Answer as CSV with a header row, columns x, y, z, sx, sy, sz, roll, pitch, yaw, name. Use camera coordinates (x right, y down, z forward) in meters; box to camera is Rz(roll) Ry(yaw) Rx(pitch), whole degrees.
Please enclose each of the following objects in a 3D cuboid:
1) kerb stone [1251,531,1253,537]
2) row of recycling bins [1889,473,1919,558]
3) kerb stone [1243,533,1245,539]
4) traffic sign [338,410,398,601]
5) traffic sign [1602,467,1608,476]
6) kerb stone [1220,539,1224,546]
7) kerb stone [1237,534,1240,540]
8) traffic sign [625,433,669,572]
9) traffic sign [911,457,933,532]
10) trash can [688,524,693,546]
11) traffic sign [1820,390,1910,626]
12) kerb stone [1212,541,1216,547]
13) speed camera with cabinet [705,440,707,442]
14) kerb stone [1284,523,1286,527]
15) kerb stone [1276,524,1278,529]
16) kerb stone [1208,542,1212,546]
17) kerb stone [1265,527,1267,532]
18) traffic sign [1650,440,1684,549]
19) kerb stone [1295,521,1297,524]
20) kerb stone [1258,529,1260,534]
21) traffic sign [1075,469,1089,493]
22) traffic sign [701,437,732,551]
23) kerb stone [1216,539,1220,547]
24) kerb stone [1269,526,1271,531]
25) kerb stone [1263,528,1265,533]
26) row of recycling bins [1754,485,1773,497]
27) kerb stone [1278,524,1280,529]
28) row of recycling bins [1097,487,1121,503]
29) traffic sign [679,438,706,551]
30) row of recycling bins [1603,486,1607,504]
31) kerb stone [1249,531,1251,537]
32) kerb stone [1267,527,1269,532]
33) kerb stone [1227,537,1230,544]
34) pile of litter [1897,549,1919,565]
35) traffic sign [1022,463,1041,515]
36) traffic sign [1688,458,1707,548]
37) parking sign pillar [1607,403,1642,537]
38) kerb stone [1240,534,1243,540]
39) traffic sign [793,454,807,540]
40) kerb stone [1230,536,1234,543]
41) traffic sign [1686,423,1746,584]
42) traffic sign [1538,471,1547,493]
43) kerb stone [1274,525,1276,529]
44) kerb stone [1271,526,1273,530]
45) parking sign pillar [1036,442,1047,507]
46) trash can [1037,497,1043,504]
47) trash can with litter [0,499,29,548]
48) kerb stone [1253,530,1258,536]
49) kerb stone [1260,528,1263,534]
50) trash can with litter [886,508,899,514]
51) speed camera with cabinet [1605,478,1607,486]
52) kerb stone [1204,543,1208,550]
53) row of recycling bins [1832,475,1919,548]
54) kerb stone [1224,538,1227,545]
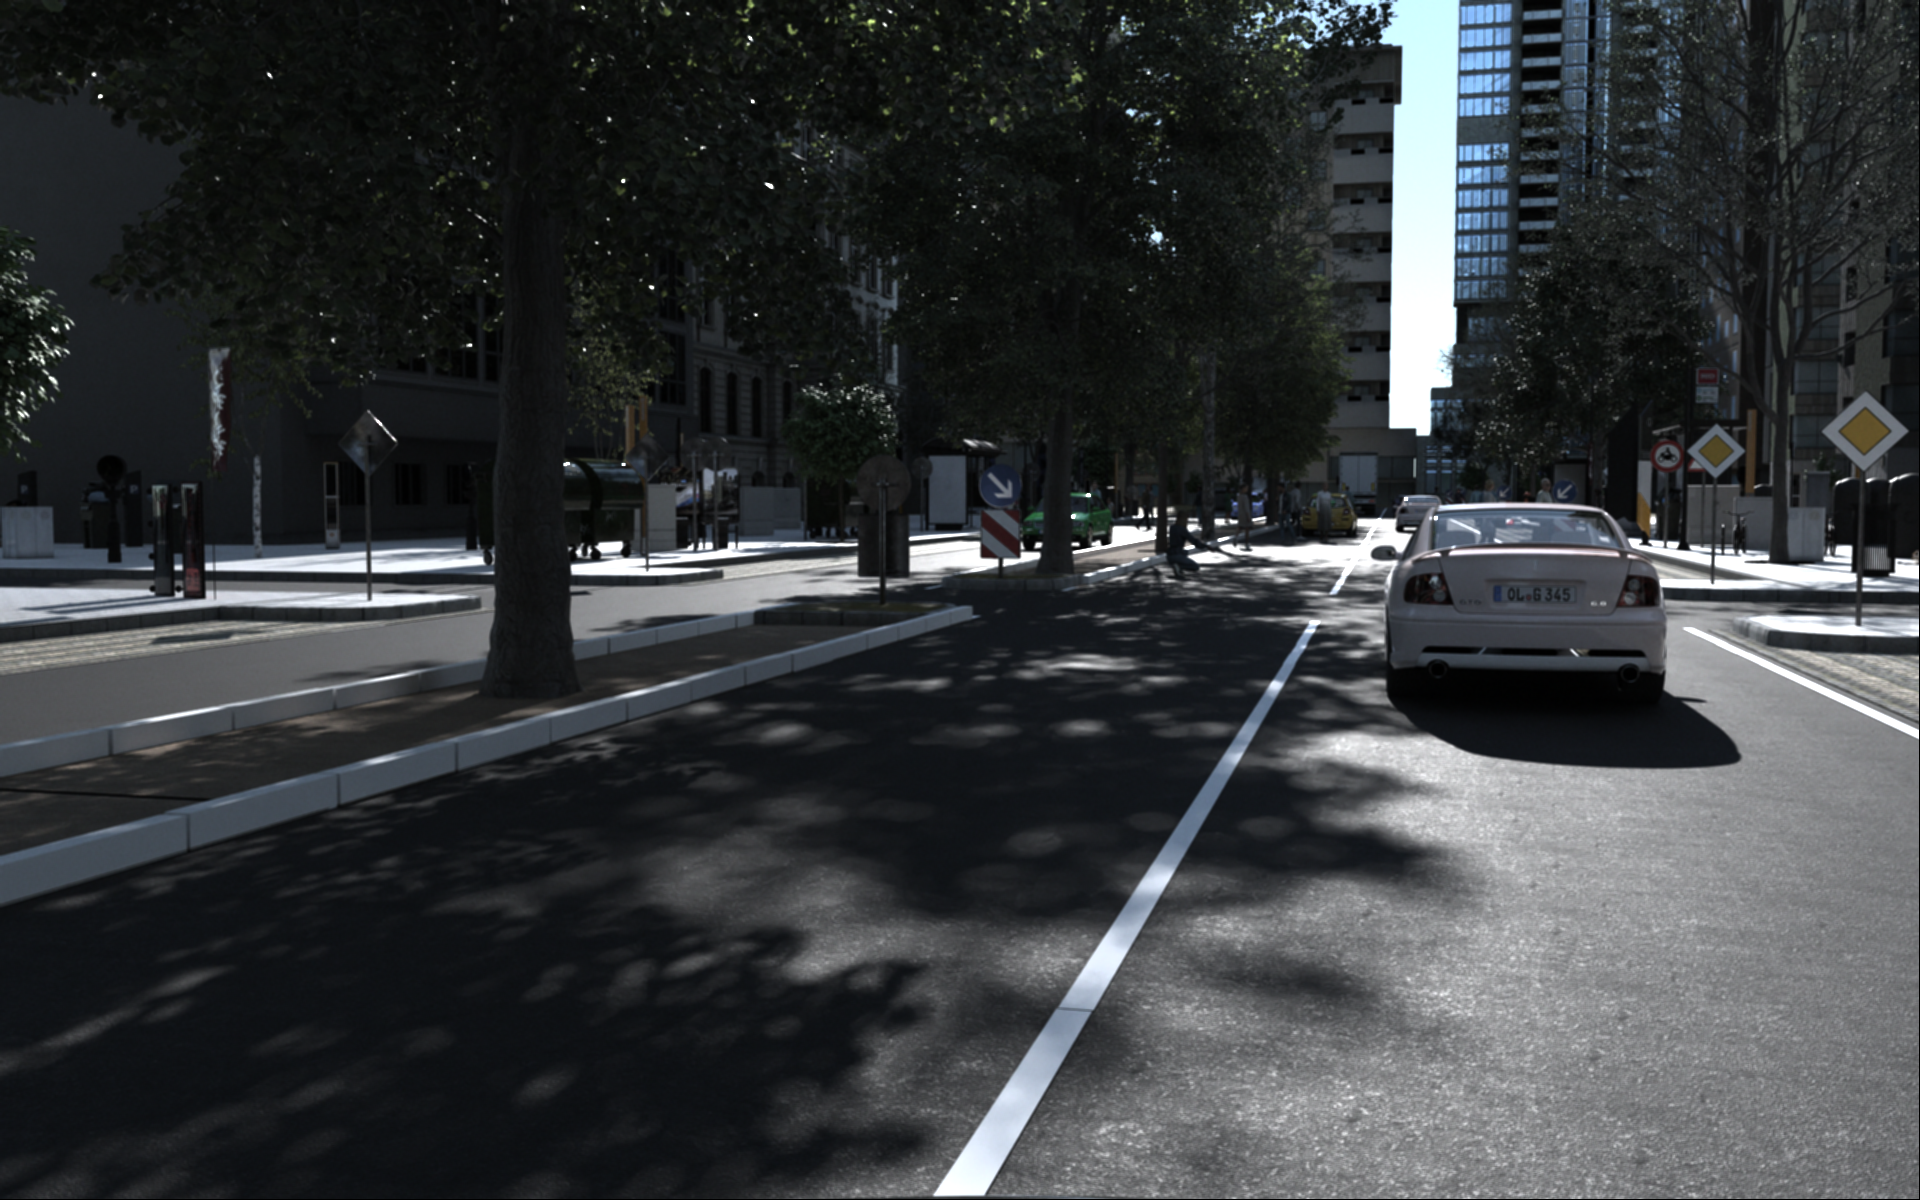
x,y,z,sx,sy,sz,roll,pitch,yaw,name
9.586,-2.166,57.667,0.120,0.150,1.000,1,4,14,kerb stone
20.273,-1.730,35.403,3.534,1.692,1.069,-2,4,-27,row of recycling bins
8.843,-1.987,54.690,0.120,0.150,1.000,1,4,14,kerb stone
-7.105,-1.049,20.790,0.795,2.450,0.064,1,4,14,traffic sign
21.886,-3.469,57.910,0.795,2.450,0.064,1,4,23,traffic sign
7.095,-1.562,47.737,0.120,0.150,1.000,1,4,14,kerb stone
8.337,-1.864,52.709,0.120,0.150,1.000,1,4,14,kerb stone
-5.159,-1.522,28.535,0.795,2.450,0.064,1,4,14,traffic sign
-1.309,-3.606,59.066,0.768,2.556,0.104,1,4,16,traffic sign
-6.909,-1.924,43.105,0.748,1.137,0.748,0,3,0,trash can
8.744,-0.805,16.802,0.795,2.450,0.064,1,4,14,traffic sign
6.596,-1.440,45.747,0.120,0.150,1.000,1,4,14,kerb stone
-8.764,-4.231,63.516,2.038,3.252,0.660,-3,4,-36,speed camera with cabinet
13.839,-3.205,74.604,0.120,0.150,1.000,1,4,14,kerb stone
12.588,-2.899,69.634,0.120,0.150,1.000,1,4,14,kerb stone
6.343,-1.380,44.754,0.120,0.150,1.000,1,4,14,kerb stone
11.085,-2.535,63.642,0.120,0.150,1.000,1,4,14,kerb stone
16.554,-2.475,40.577,0.768,2.556,0.104,1,4,22,traffic sign
17.086,-3.990,87.536,0.120,0.150,1.000,1,4,14,kerb stone
10.339,-2.349,60.667,0.120,0.150,1.000,1,4,14,kerb stone
6.100,-5.299,86.746,0.768,2.556,0.104,1,4,20,traffic sign
-5.459,-2.362,38.726,0.768,2.556,0.104,1,4,22,traffic sign
6.839,-1.501,46.741,0.120,0.150,1.000,1,4,14,kerb stone
11.588,-2.653,65.632,0.120,0.150,1.000,1,4,14,kerb stone
10.839,-2.474,62.649,0.120,0.150,1.000,1,4,14,kerb stone
36.033,-4.293,77.311,1.069,1.692,3.534,2,4,31,row of recycling bins
12.835,-2.960,70.626,0.120,0.150,1.000,1,4,14,kerb stone
8.636,-5.763,101.343,1.069,1.692,3.534,1,4,21,row of recycling bins
-5.986,-2.383,39.073,0.768,2.556,0.104,1,4,16,traffic sign
33.515,-5.036,89.447,1.069,1.692,3.534,-2,4,-32,row of recycling bins
9.345,-2.109,56.674,0.120,0.150,1.000,1,4,14,kerb stone
11.331,-2.595,64.634,0.120,0.150,1.000,1,4,14,kerb stone
7.586,-1.680,49.723,0.120,0.150,1.000,1,4,14,kerb stone
17.978,-1.079,31.613,1.719,0.858,1.176,0,4,7,pile of litter
2.894,-4.300,70.417,0.768,2.556,0.104,1,4,19,traffic sign
17.620,-2.510,41.050,0.884,2.594,0.081,1,4,22,traffic sign
20.025,-3.890,52.076,1.447,3.967,1.447,-1,4,-12,parking sign pillar
8.586,-1.925,53.701,0.120,0.150,1.000,1,4,14,kerb stone
-4.277,-2.921,47.857,0.768,2.556,0.104,2,4,23,traffic sign
7.841,-1.744,50.715,0.120,0.150,1.000,1,4,14,kerb stone
10.689,-1.279,24.548,0.795,2.450,0.064,1,4,14,traffic sign
32.041,-5.854,95.820,0.768,2.556,0.104,1,4,22,traffic sign
12.346,-2.839,68.632,0.120,0.150,1.000,1,4,14,kerb stone
11.836,-2.718,66.633,0.120,0.150,1.000,1,4,14,kerb stone
4.199,-5.826,83.726,1.447,3.967,1.447,-3,5,-45,parking sign pillar
3.810,-4.028,77.516,0.748,1.137,0.748,0,3,0,trash can
-22.754,-1.839,41.453,1.055,1.170,0.624,2,4,34,trash can with litter
10.090,-2.291,59.658,0.120,0.150,1.000,1,4,14,kerb stone
10.587,-2.414,61.659,0.120,0.150,1.000,1,4,14,kerb stone
-2.437,-2.630,54.384,1.055,1.170,0.624,1,4,15,trash can with litter
36.599,-6.172,95.252,2.038,3.252,0.660,2,4,27,speed camera with cabinet
6.087,-1.319,43.755,0.120,0.150,1.000,1,4,14,kerb stone
23.899,-2.296,44.654,3.534,1.692,1.069,-2,4,-28,row of recycling bins
7.343,-1.623,48.730,0.120,0.150,1.000,1,4,14,kerb stone
